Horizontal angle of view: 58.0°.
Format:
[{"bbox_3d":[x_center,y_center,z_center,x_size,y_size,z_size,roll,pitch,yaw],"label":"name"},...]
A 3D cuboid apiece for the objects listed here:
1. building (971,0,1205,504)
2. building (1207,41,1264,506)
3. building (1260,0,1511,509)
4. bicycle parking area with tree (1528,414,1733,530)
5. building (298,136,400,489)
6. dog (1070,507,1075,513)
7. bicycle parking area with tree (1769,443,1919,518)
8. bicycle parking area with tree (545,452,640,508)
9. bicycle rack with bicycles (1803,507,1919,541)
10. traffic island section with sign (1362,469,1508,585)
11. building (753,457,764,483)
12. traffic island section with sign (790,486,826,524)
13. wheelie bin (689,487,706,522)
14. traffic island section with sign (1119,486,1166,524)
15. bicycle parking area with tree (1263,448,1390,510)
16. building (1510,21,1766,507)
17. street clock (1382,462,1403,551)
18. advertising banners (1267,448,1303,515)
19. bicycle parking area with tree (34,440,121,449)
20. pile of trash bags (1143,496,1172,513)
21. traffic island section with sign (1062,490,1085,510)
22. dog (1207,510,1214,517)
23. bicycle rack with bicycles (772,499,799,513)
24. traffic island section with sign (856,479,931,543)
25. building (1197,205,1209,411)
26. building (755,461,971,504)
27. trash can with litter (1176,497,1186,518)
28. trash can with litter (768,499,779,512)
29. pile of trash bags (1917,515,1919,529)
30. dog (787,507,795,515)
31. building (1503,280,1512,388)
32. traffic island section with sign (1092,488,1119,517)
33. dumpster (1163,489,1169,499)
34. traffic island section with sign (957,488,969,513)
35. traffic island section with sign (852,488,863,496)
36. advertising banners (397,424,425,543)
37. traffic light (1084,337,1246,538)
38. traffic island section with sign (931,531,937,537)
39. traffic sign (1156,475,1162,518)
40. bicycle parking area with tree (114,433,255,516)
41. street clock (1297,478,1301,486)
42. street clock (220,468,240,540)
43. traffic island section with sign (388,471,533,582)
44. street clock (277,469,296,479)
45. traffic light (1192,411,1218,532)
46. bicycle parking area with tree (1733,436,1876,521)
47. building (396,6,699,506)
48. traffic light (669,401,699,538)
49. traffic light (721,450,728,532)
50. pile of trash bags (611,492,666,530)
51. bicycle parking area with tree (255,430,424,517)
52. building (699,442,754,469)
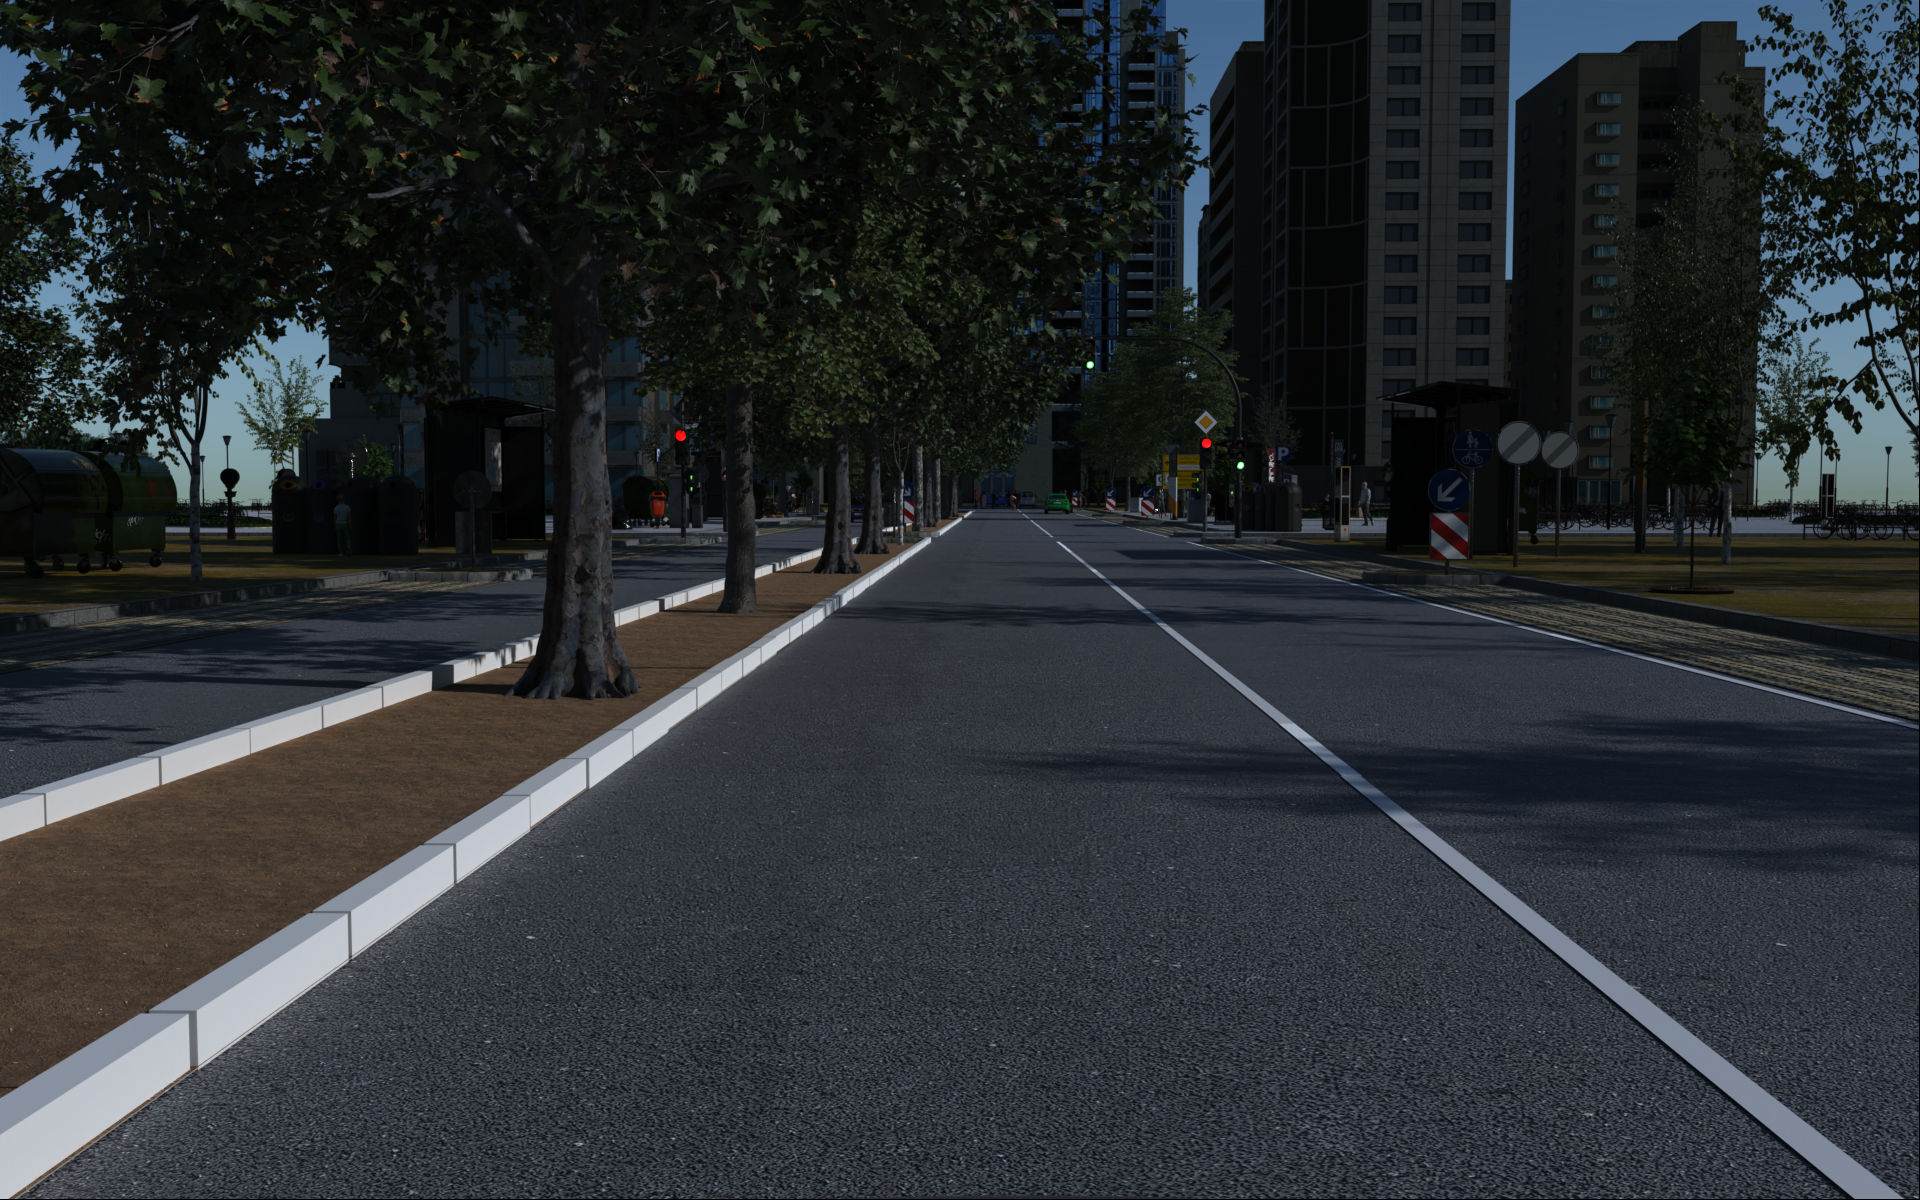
[{"bbox_3d":[17.613,-56.740,240.363,31.000,86.520,22.319,0,4,1],"label":"building"},{"bbox_3d":[38.183,-34.199,182.859,21.300,48.544,21.600,0,4,1],"label":"building"},{"bbox_3d":[37.766,-44.211,161.106,20.563,71.187,20.611,0,4,1],"label":"building"},{"bbox_3d":[23.318,-4.759,64.820,9.016,4.147,8.231,1,4,16],"label":"bicycle parking area with tree"},{"bbox_3d":[-50.515,-36.211,181.294,27.495,52.752,28.713,0,4,1],"label":"building"},{"bbox_3d":[8.418,-6.903,133.049,0.748,0.427,0.550,1,4,13],"label":"dog"},{"bbox_3d":[55.539,-7.344,107.070,9.016,4.147,8.231,0,4,8],"label":"bicycle parking area with tree"},{"bbox_3d":[-24.462,-7.947,116.939,8.231,4.147,9.016,0,4,-3],"label":"bicycle parking area with tree"},{"bbox_3d":[25.060,-2.154,48.607,2.852,0.926,2.925,-1,4,-19],"label":"bicycle rack with bicycles"},{"bbox_3d":[7.618,-1.189,28.070,1.989,1.847,2.006,0,4,1],"label":"traffic island section with sign"},{"bbox_3d":[-28.904,-25.549,189.427,14.107,30.474,14.160,0,4,1],"label":"building"},{"bbox_3d":[-7.087,-4.576,83.444,1.989,1.847,2.006,0,4,1],"label":"traffic island section with sign"},{"bbox_3d":[-12.001,-4.335,78.782,0.980,1.594,0.693,2,4,30],"label":"wheelie bin"},{"bbox_3d":[8.842,-4.566,83.274,1.989,1.847,2.006,0,4,1],"label":"traffic island section with sign"},{"bbox_3d":[21.670,-7.502,109.660,8.231,4.147,9.016,3,5,39],"label":"bicycle parking area with tree"},{"bbox_3d":[72.152,-34.227,183.308,21.600,48.544,21.300,0,4,1],"label":"building"},{"bbox_3d":[9.668,-2.091,38.765,0.358,2.002,0.471,-1,4,-18],"label":"street clock"},{"bbox_3d":[12.426,-4.292,66.366,2.074,3.025,0.090,-3,4,-38],"label":"advertising banners"},{"bbox_3d":[-50.918,-6.948,100.607,8.231,4.147,9.016,1,4,19],"label":"bicycle parking area with tree"},{"bbox_3d":[13.371,-6.646,118.412,1.912,1.369,3.447,0,4,-7],"label":"pile of trash bags"},{"bbox_3d":[10.519,-9.267,160.151,1.989,1.847,2.006,0,4,1],"label":"traffic island section with sign"},{"bbox_3d":[13.274,-4.624,92.425,0.540,0.507,0.406,0,4,-7],"label":"dog"},{"bbox_3d":[-12.257,-6.350,117.211,2.852,0.926,2.925,-1,4,-15],"label":"bicycle rack with bicycles"},{"bbox_3d":[-1.978,-2.615,50.897,2.006,1.907,1.989,0,4,1],"label":"traffic island section with sign"},{"bbox_3d":[40.086,-33.836,236.811,14.086,41.232,14.154,0,4,1],"label":"building"},{"bbox_3d":[-13.546,-56.728,240.181,31.000,86.520,22.319,0,4,1],"label":"building"},{"bbox_3d":[11.917,-4.947,92.265,1.055,1.170,0.624,2,4,34],"label":"trash can with litter"},{"bbox_3d":[-13.156,-6.735,121.497,1.055,1.170,0.624,0,4,3],"label":"trash can with litter"},{"bbox_3d":[35.520,-3.146,61.183,3.447,1.369,1.912,-2,4,-29],"label":"pile of trash bags"},{"bbox_3d":[-10.480,-5.491,106.613,0.540,0.507,0.406,-1,4,-21],"label":"dog"},{"bbox_3d":[76.002,-28.427,236.482,14.107,30.474,14.160,0,4,1],"label":"building"},{"bbox_3d":[9.433,-6.220,110.326,1.989,1.847,2.006,0,4,1],"label":"traffic island section with sign"},{"bbox_3d":[14.777,-7.163,122.866,1.264,1.857,1.865,0,4,1],"label":"dumpster"},{"bbox_3d":[-0.165,-7.663,133.423,2.006,1.907,1.989,0,4,1],"label":"traffic island section with sign"},{"bbox_3d":[-6.486,-6.224,110.392,1.989,1.847,2.006,0,4,1],"label":"traffic island section with sign"},{"bbox_3d":[-14.031,-2.933,44.136,0.090,3.025,2.074,0,4,-3],"label":"advertising banners"},{"bbox_3d":[5.972,-4.621,50.229,4.771,5.953,1.251,0,4,1],"label":"traffic light"},{"bbox_3d":[-1.805,-3.068,58.302,2.006,1.907,1.989,0,4,1],"label":"traffic island section with sign"},{"bbox_3d":[10.619,-5.448,91.208,0.606,2.300,0.079,1,4,9],"label":"traffic sign"},{"bbox_3d":[-37.806,-5.892,83.337,8.231,4.147,9.016,-2,4,-35],"label":"bicycle parking area with tree"},{"bbox_3d":[14.855,-4.421,76.859,0.471,2.002,0.358,0,4,-5],"label":"street clock"},{"bbox_3d":[-20.548,-2.705,48.794,0.471,2.002,0.358,-1,4,-8],"label":"street clock"},{"bbox_3d":[-8.282,-1.248,29.032,1.989,1.847,2.006,0,4,1],"label":"traffic island section with sign"},{"bbox_3d":[-19.166,-2.738,49.338,0.358,2.002,0.471,2,4,31],"label":"street clock"},{"bbox_3d":[8.241,-4.244,58.308,0.839,4.253,0.868,0,4,1],"label":"traffic light"},{"bbox_3d":[39.316,-5.966,84.551,8.231,4.147,9.016,1,4,20],"label":"bicycle parking area with tree"},{"bbox_3d":[-34.469,-32.413,149.567,23.786,49.044,30.456,0,4,1],"label":"building"},{"bbox_3d":[-8.092,-3.776,50.662,0.839,4.253,0.868,0,4,1],"label":"traffic light"},{"bbox_3d":[-5.823,-5.136,58.635,4.771,5.953,1.251,0,4,1],"label":"traffic light"},{"bbox_3d":[-12.404,-3.251,62.909,3.447,1.369,1.912,-1,4,-20],"label":"pile of trash bags"},{"bbox_3d":[-27.123,-5.647,79.329,8.231,4.147,9.016,-1,4,-14],"label":"bicycle parking area with tree"},{"bbox_3d":[-36.246,-35.991,238.569,14.200,45.320,14.600,0,4,1],"label":"building"}]
